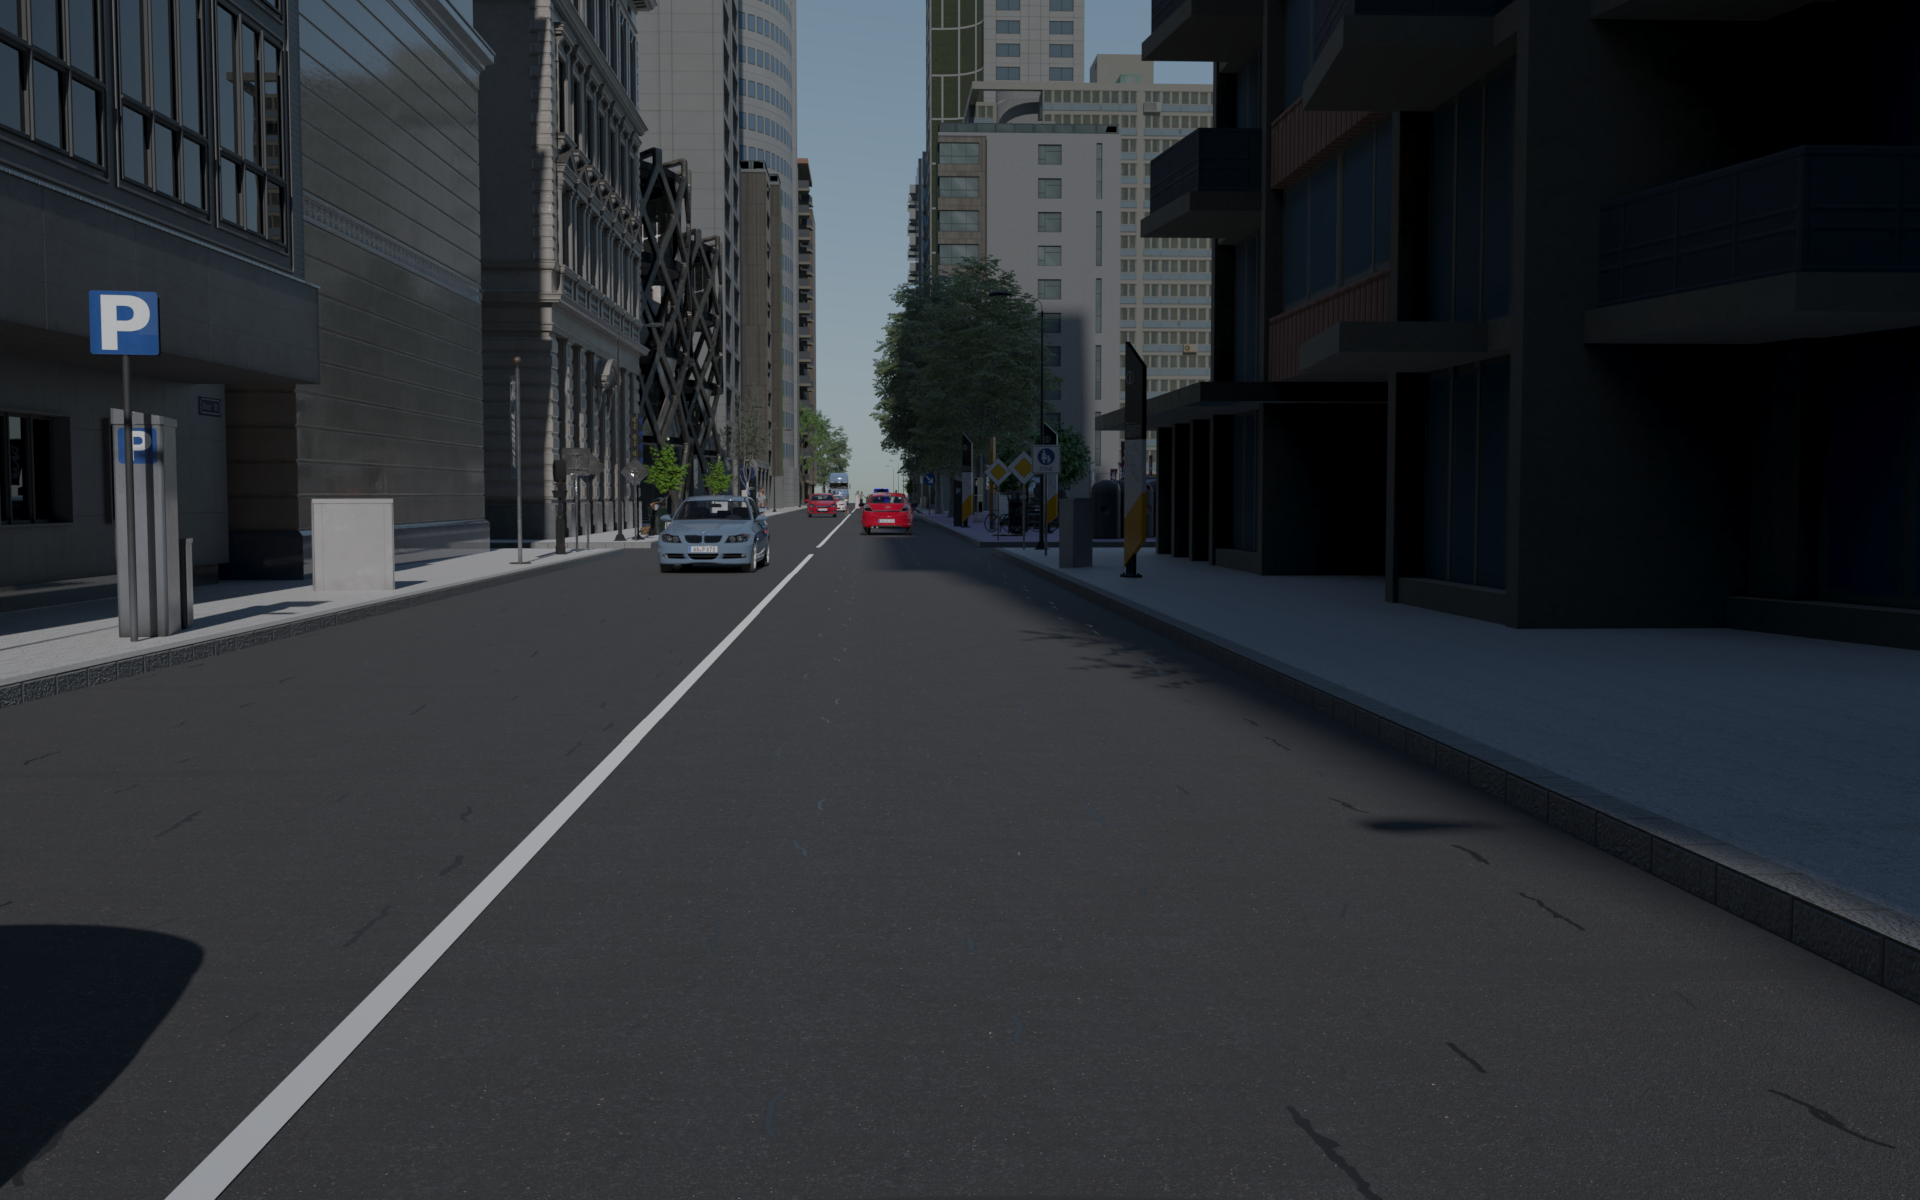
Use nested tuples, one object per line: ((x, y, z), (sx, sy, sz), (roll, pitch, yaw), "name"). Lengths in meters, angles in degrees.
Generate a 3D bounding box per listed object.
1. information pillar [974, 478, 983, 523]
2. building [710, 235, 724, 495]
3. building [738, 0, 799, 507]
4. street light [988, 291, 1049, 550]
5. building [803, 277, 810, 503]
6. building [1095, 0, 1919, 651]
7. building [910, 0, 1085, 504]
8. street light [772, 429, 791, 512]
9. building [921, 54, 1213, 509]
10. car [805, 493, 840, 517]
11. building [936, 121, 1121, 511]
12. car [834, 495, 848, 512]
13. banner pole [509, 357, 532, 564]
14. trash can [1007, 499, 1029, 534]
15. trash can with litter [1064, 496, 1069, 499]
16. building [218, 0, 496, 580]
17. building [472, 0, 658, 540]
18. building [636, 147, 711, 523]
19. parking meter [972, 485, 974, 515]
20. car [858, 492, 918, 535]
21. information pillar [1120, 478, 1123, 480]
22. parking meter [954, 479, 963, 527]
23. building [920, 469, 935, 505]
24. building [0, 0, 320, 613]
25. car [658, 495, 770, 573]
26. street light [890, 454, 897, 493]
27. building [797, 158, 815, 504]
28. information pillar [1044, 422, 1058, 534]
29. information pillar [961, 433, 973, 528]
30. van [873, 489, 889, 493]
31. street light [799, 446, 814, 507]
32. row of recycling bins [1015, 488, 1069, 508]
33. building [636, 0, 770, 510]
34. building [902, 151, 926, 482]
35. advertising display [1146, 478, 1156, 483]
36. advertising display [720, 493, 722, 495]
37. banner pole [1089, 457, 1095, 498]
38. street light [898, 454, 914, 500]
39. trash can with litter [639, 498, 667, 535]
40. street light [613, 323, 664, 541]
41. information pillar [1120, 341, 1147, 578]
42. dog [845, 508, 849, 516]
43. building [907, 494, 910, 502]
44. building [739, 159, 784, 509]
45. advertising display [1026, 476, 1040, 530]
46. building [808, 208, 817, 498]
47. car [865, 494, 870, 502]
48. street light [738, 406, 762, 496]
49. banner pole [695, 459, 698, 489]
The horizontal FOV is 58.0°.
((0.824, -4.462, 77.444), (0.304, 2.012, 0.304), (-3, 4, -37), "information pillar")
((-21.933, -14.076, 97.587), (16.820, 18.784, 16.811), (0, 4, -3), "building")
((-26.982, -38.376, 169.446), (21.231, 58.520, 28.212), (0, 4, -3), "building")
((1.345, -4.115, 39.823), (1.470, 5.913, 1.316), (0, 4, -3), "street light")
((-32.441, -37.998, 244.971), (21.300, 48.544, 21.600), (0, 4, -3), "building")
((14.464, -22.584, 23.878), (22.147, 44.769, 28.867), (0, 4, -3), "building")
((4.074, -47.626, 216.942), (20.563, 71.187, 20.611), (0, 4, -3), "building")
((-12.716, -9.241, 123.637), (1.470, 5.913, 1.316), (0, 4, -3), "street light")
((12.757, -28.473, 157.412), (32.217, 40.220, 23.993), (0, 4, -3), "building")
((-8.548, -6.026, 107.561), (2.155, 1.783, 4.494), (0, 4, -5), "car")
((5.003, -22.417, 138.211), (14.160, 30.474, 14.107), (0, 4, -3), "building")
((-10.092, -7.791, 139.743), (2.083, 1.381, 4.827), (0, 4, -2), "car")
((-8.176, -2.561, 31.886), (0.401, 3.779, 0.863), (-2, 4, -27), "banner pole")
((1.846, -2.659, 55.132), (0.748, 1.137, 0.748), (0, 3, 0), "trash can")
((6.732, -5.688, 104.380), (1.055, 1.170, 0.624), (-1, 4, -16), "trash can with litter")
((-19.836, -14.986, 30.922), (20.117, 28.700, 13.634), (0, 4, -3), "building")
((-16.627, -13.950, 56.958), (11.050, 23.489, 19.941), (0, 4, -3), "building")
((-20.267, -12.711, 75.280), (16.820, 18.784, 16.811), (0, 4, -3), "building")
((0.942, -6.148, 106.225), (0.255, 1.863, 0.399), (2, 4, 30), "parking meter")
((-2.565, -3.220, 61.694), (2.155, 1.783, 4.494), (0, 4, -1), "car")
((7.545, -4.584, 79.438), (0.304, 2.012, 0.304), (-2, 4, -35), "information pillar")
((-0.052, -3.831, 68.354), (0.399, 1.863, 0.255), (0, 4, 1), "parking meter")
((10.010, -20.756, 184.397), (27.650, 21.520, 28.899), (0, 4, -3), "building")
((-15.339, -13.356, 11.882), (14.314, 27.812, 24.014), (0, 4, -3), "building")
((-4.636, -1.289, 33.072), (2.014, 1.417, 4.499), (0, 4, -1), "car")
((-7.041, -13.849, 198.969), (1.470, 5.913, 1.316), (0, 4, -3), "street light")
((-29.862, -34.580, 220.000), (22.147, 44.769, 28.867), (0, 4, -3), "building")
((2.928, -3.974, 56.328), (0.504, 3.616, 0.183), (2, 4, 26), "information pillar")
((0.276, -4.575, 66.152), (0.504, 3.616, 0.183), (3, 5, 42), "information pillar")
((-8.727, -11.523, 192.776), (2.240, 2.365, 5.245), (0, 4, -1), "van")
((-14.938, -11.910, 167.274), (1.470, 5.913, 1.316), (0, 4, -3), "street light")
((5.510, -6.425, 112.158), (3.534, 1.692, 1.069), (2, 4, 35), "row of recycling bins")
((-25.105, -42.349, 130.658), (20.563, 71.187, 20.611), (0, 4, -3), "building")
((3.890, -38.136, 243.129), (23.786, 49.044, 30.456), (0, 4, -3), "building")
((7.725, -3.863, 68.366), (0.974, 1.923, 0.123), (1, 4, 11), "advertising display")
((-17.024, -7.042, 120.342), (0.974, 1.923, 0.123), (0, 4, 3), "advertising display")
((8.881, -7.751, 116.740), (0.401, 3.779, 0.863), (3, 5, 41), "banner pole")
((-4.714, -11.201, 155.684), (1.470, 5.913, 1.316), (0, 4, -3), "street light")
((-9.682, -2.627, 54.334), (1.055, 1.170, 0.624), (3, 4, 39), "trash can with litter")
((-8.748, -4.565, 47.182), (1.470, 5.913, 1.316), (0, 4, -3), "street light")
((2.673, -2.148, 26.471), (0.183, 3.616, 0.504), (-2, 4, -29), "information pillar")
((-7.394, -5.754, 113.365), (0.540, 0.507, 0.406), (2, 4, 29), "dog")
((7.900, -35.417, 270.947), (32.217, 40.220, 23.993), (0, 4, -3), "building")
((-22.665, -23.099, 149.377), (14.160, 30.474, 14.107), (0, 4, -3), "building")
((2.832, -3.516, 62.706), (0.974, 1.923, 0.123), (-2, 4, -30), "advertising display")
((-28.995, -37.494, 263.139), (14.600, 45.320, 14.200), (0, 4, -3), "building")
((-12.463, -14.367, 246.700), (2.131, 1.459, 4.920), (0, 4, -1), "car")
((-11.068, -7.244, 90.985), (1.470, 5.913, 1.316), (0, 4, -3), "street light")
((-16.553, -7.216, 108.004), (0.401, 3.779, 0.863), (-3, 5, -39), "banner pole")
